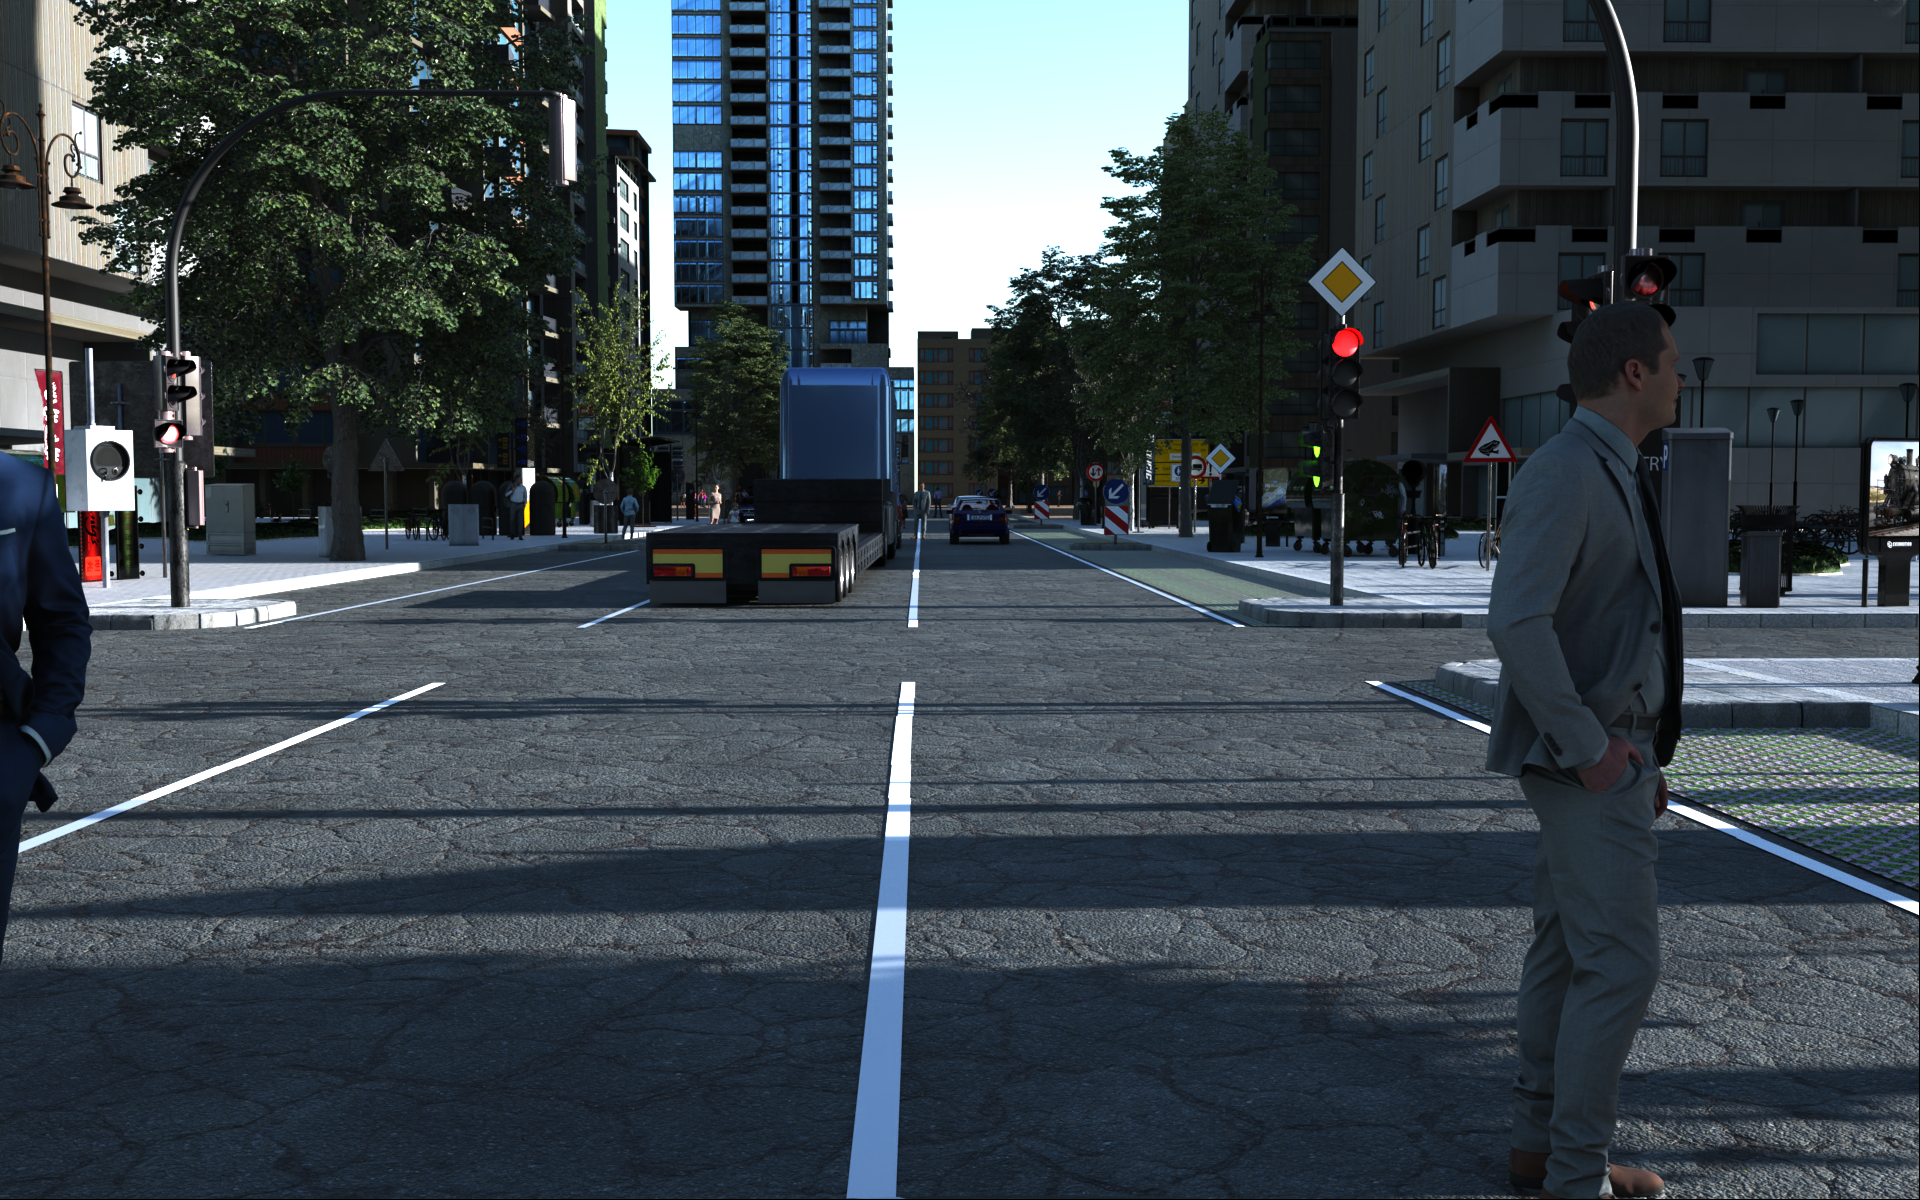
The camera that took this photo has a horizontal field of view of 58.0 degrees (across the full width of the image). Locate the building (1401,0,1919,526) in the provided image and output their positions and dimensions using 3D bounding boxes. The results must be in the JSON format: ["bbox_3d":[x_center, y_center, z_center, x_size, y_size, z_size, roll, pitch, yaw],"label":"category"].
[{"bbox_3d":[35.165,-30.070,80.879,28.713,52.752,27.495,0,4,-1],"label":"building"}]

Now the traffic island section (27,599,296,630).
[{"bbox_3d":[-8.876,0.159,19.681,2.009,0.180,2.903,0,4,-1],"label":"traffic island section"}]

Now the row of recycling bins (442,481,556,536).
[{"bbox_3d":[-14.357,-2.862,53.908,3.534,1.692,1.069,0,4,-1],"label":"row of recycling bins"}]

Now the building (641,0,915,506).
[{"bbox_3d":[-20.866,-54.347,201.250,31.000,86.520,22.319,0,4,-1],"label":"building"}]

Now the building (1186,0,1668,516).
[{"bbox_3d":[32.297,-33.025,129.204,28.713,52.752,27.495,0,4,-1],"label":"building"}]

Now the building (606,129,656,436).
[{"bbox_3d":[-50.788,-33.459,201.678,28.867,44.769,22.147,0,4,-1],"label":"building"}]

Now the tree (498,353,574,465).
[{"bbox_3d":[-22.724,-8.609,91.117,4.360,8.622,3.978,0,3,0],"label":"tree"}]

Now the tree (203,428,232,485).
[{"bbox_3d":[-32.803,-5.518,73.928,4.285,4.588,4.351,0,3,0],"label":"tree"}]

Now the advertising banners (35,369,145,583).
[{"bbox_3d":[-12.668,-1.777,25.242,0.090,3.025,2.074,1,4,13],"label":"advertising banners"}]

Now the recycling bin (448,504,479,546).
[{"bbox_3d":[-12.413,-1.881,43.309,0.722,1.027,0.722,-1,4,-17],"label":"recycling bin"}]

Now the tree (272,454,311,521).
[{"bbox_3d":[-32.352,-5.465,83.954,1.663,3.219,1.824,0,3,0],"label":"tree"}]

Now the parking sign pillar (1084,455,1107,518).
[{"bbox_3d":[7.334,-6.445,93.854,1.447,3.967,1.447,-2,4,-35],"label":"parking sign pillar"}]

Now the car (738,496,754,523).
[{"bbox_3d":[-10.259,-4.496,86.082,1.945,1.354,3.894,0,4,0],"label":"car"}]

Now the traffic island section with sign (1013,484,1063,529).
[{"bbox_3d":[3.225,-3.866,71.832,1.989,1.847,2.006,0,4,-1],"label":"traffic island section with sign"}]

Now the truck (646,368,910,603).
[{"bbox_3d":[-2.682,-2.526,31.065,2.967,4.110,18.799,0,4,0],"label":"truck"}]

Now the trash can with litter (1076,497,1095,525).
[{"bbox_3d":[5.227,-3.658,71.201,0.624,1.170,1.055,2,4,25],"label":"trash can with litter"}]

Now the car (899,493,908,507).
[{"bbox_3d":[-4.692,-6.990,123.876,1.945,1.707,3.694,0,4,0],"label":"car"}]

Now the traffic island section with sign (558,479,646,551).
[{"bbox_3d":[-9.089,-2.181,44.286,1.989,1.847,2.006,0,4,-1],"label":"traffic island section with sign"}]

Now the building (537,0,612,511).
[{"bbox_3d":[-34.633,-27.318,130.241,14.154,41.232,14.086,0,4,-1],"label":"building"}]

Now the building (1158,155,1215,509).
[{"bbox_3d":[24.126,-23.168,150.500,14.160,30.474,14.107,0,4,-1],"label":"building"}]

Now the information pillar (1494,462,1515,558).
[{"bbox_3d":[10.979,-1.860,34.910,0.304,2.012,0.304,2,4,35],"label":"information pillar"}]

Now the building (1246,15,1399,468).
[{"bbox_3d":[24.884,-20.618,108.800,14.160,30.474,14.107,0,4,-1],"label":"building"}]

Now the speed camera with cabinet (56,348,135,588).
[{"bbox_3d":[-12.042,-1.748,22.910,0.660,3.252,2.038,2,4,34],"label":"speed camera with cabinet"}]

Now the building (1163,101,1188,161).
[{"bbox_3d":[31.414,-33.628,199.927,14.200,45.320,14.600,0,4,-1],"label":"building"}]

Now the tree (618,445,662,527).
[{"bbox_3d":[-12.479,-4.448,67.329,1.663,3.219,1.824,0,3,0],"label":"tree"}]

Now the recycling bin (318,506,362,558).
[{"bbox_3d":[-12.683,-1.399,35.436,0.722,1.027,0.722,-2,4,-32],"label":"recycling bin"}]

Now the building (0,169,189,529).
[{"bbox_3d":[-41.785,-28.504,55.277,28.713,52.752,27.495,0,4,-1],"label":"building"}]

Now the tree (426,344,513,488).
[{"bbox_3d":[-19.946,-7.296,69.652,4.737,8.622,4.395,0,3,0],"label":"tree"}]

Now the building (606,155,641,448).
[{"bbox_3d":[-35.314,-23.156,150.294,14.107,30.474,14.160,0,4,-1],"label":"building"}]

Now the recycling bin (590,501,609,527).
[{"bbox_3d":[-14.051,-3.374,67.720,0.722,1.027,0.722,-1,4,-20],"label":"recycling bin"}]

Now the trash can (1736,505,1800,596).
[{"bbox_3d":[10.214,-0.628,21.929,0.748,1.137,0.748,0,3,0],"label":"trash can"}]

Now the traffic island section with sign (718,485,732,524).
[{"bbox_3d":[-9.675,-3.829,71.235,1.989,1.847,2.006,0,4,-1],"label":"traffic island section with sign"}]

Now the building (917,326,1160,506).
[{"bbox_3d":[9.401,-22.134,206.924,28.899,21.520,27.650,0,4,-1],"label":"building"}]

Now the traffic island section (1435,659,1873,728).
[{"bbox_3d":[4.538,0.630,11.983,2.009,0.180,2.903,0,4,-1],"label":"traffic island section"}]

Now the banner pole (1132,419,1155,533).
[{"bbox_3d":[6.153,-4.136,57.649,0.863,3.779,0.401,-2,4,-25],"label":"banner pole"}]

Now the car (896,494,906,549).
[{"bbox_3d":[-2.599,-2.343,46.984,2.281,1.827,5.304,0,4,-2],"label":"car"}]

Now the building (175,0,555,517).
[{"bbox_3d":[-37.906,-27.767,108.618,22.147,44.769,28.867,0,4,-1],"label":"building"}]

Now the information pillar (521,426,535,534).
[{"bbox_3d":[-13.826,-3.917,55.390,0.183,3.616,0.504,3,5,39],"label":"information pillar"}]

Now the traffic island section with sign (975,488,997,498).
[{"bbox_3d":[2.132,-6.933,121.989,1.989,1.847,2.006,0,4,-1],"label":"traffic island section with sign"}]

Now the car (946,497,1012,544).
[{"bbox_3d":[0.567,-2.332,50.714,1.945,1.354,3.894,0,4,0],"label":"car"}]

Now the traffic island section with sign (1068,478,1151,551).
[{"bbox_3d":[3.823,-2.198,44.559,1.989,1.847,2.006,0,4,-1],"label":"traffic island section with sign"}]

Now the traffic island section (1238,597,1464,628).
[{"bbox_3d":[4.362,0.142,19.966,2.009,0.180,2.903,0,4,-1],"label":"traffic island section"}]

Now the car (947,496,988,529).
[{"bbox_3d":[0.497,-3.596,71.149,2.083,1.381,4.827,0,4,1],"label":"car"}]

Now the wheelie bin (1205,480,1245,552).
[{"bbox_3d":[5.859,-1.862,38.349,0.980,1.594,0.693,3,4,36],"label":"wheelie bin"}]

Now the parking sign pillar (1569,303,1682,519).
[{"bbox_3d":[8.536,-2.066,22.250,1.447,3.967,1.447,0,4,-3],"label":"parking sign pillar"}]
